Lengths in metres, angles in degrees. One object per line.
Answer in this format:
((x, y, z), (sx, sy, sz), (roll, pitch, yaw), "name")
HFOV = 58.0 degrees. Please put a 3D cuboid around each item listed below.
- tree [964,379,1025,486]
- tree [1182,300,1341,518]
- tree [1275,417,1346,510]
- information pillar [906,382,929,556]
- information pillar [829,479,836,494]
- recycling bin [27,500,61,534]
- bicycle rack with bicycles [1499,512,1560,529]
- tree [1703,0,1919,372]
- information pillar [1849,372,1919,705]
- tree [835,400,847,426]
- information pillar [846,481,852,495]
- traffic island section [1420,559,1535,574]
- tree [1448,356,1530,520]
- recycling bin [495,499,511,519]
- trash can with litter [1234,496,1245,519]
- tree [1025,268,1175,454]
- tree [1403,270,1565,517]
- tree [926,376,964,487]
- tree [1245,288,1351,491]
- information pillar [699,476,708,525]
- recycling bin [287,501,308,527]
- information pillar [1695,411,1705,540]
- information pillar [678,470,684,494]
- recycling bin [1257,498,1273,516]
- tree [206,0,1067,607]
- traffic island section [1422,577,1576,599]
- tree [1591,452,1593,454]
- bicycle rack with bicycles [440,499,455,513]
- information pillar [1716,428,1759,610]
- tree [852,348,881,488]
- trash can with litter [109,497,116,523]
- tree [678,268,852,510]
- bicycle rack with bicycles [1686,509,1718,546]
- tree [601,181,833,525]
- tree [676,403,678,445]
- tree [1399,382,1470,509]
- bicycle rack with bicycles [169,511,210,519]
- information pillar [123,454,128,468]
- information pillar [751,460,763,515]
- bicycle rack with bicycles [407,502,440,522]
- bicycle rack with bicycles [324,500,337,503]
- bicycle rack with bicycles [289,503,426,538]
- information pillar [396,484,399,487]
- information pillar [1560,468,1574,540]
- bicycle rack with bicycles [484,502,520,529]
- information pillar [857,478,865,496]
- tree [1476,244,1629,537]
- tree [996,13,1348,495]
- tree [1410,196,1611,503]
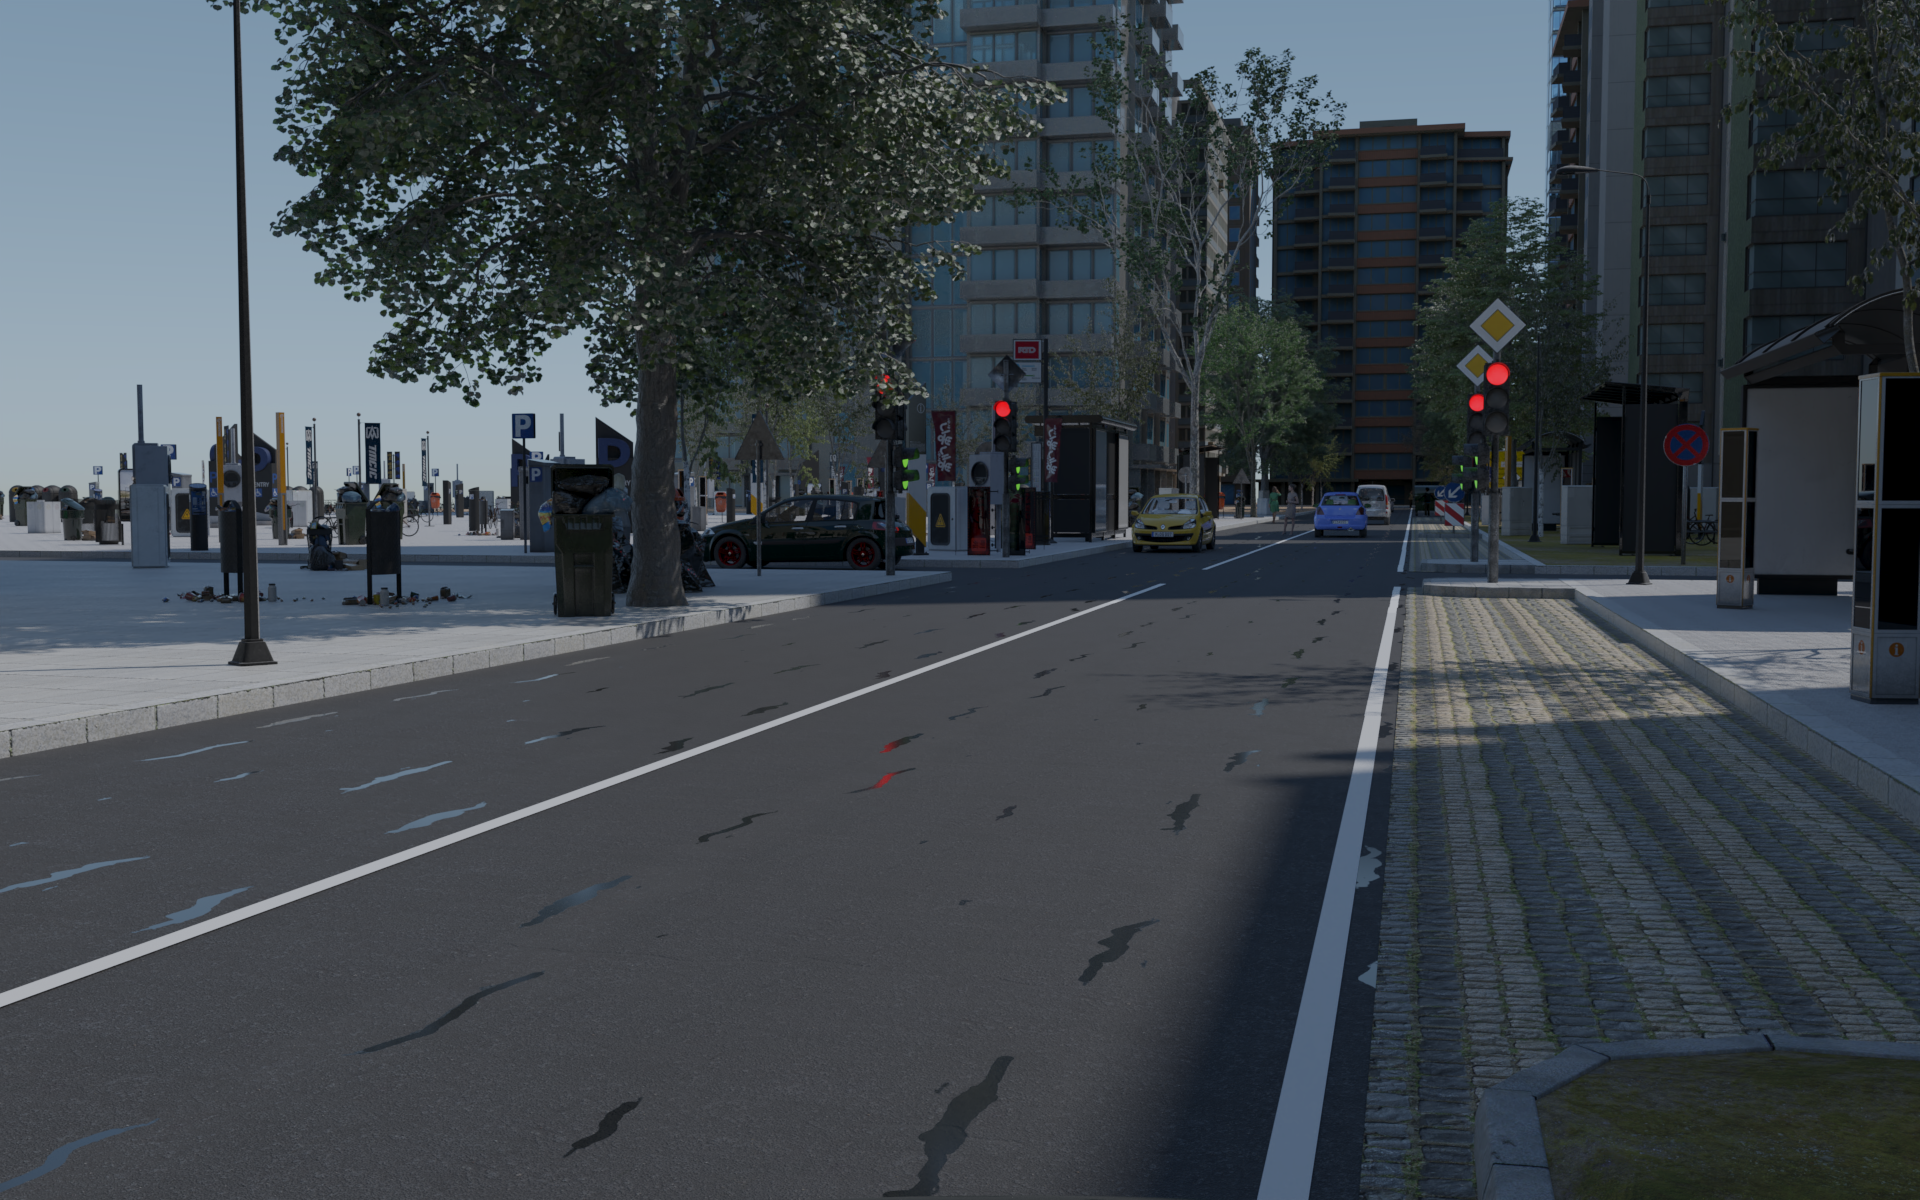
((3.038, -9.072, 98.688), (4.360, 8.622, 3.978), (0, 3, 0), "tree")
((15.819, -10.292, 94.026), (9.928, 11.665, 9.643), (0, 3, 0), "tree")
((26.819, -11.380, 136.430), (4.737, 8.622, 4.395), (0, 3, 0), "tree")
((-0.900, -2.739, 36.139), (0.504, 3.616, 0.183), (-3, 5, -41), "information pillar")
((-6.105, -4.825, 83.386), (0.304, 2.012, 0.304), (1, 4, 16), "information pillar")
((-29.971, -2.698, 56.668), (0.722, 1.027, 0.722), (1, 4, 17), "recycling bin")
((20.975, -3.066, 63.505), (2.925, 0.926, 2.852), (-1, 4, -13), "bicycle rack with bicycles")
((8.055, -3.903, 14.173), (4.360, 8.622, 3.978), (0, 3, 0), "tree")
((5.708, -0.376, 10.637), (0.304, 2.012, 0.304), (0, 4, 4), "information pillar")
((-7.454, -7.848, 78.673), (4.737, 8.622, 4.395), (0, 3, 0), "tree")
((-6.182, -5.616, 96.318), (0.304, 2.012, 0.304), (0, 4, 4), "information pillar")
((9.751, -0.642, 32.771), (2.009, 0.180, 2.903), (1, 4, 15), "traffic island section")
((26.293, -8.342, 86.754), (4.737, 8.622, 4.395), (0, 3, 0), "tree")
((-23.605, -4.721, 89.746), (0.722, 1.027, 0.722), (1, 4, 14), "recycling bin")
((14.494, -4.829, 90.347), (0.624, 1.170, 1.055), (0, 4, -7), "trash can with litter")
((5.065, -6.498, 56.602), (4.360, 8.622, 3.978), (0, 3, 0), "tree")
((29.661, -11.657, 97.254), (9.857, 13.997, 8.962), (0, 3, 0), "tree")
((-0.169, -9.680, 108.635), (4.360, 8.622, 3.978), (0, 3, 0), "tree")
((18.936, -12.227, 106.566), (9.857, 13.997, 8.962), (0, 3, 0), "tree")
((-10.621, -4.111, 71.705), (0.304, 2.012, 0.304), (0, 4, 3), "information pillar")
((-25.817, -3.353, 67.382), (0.722, 1.027, 0.722), (-2, 4, -29), "recycling bin")
((20.776, -3.500, 48.579), (0.183, 3.616, 0.504), (2, 4, 30), "information pillar")
((-8.319, -2.914, 52.137), (0.304, 2.012, 0.304), (0, 4, -6), "information pillar")
((18.327, -5.596, 104.053), (0.722, 1.027, 0.722), (3, 5, 43), "recycling bin")
((-3.449, -6.911, 19.653), (9.857, 13.997, 8.962), (0, 3, 0), "tree")
((7.724, -0.169, 25.046), (2.009, 0.180, 2.903), (1, 4, 15), "traffic island section")
((29.508, -5.652, 76.118), (4.285, 4.588, 4.351), (0, 3, 0), "tree")
((-35.703, -6.523, 120.035), (2.925, 0.926, 2.852), (-2, 4, -27), "bicycle rack with bicycles")
((8.691, -0.910, 19.368), (0.304, 2.012, 0.304), (-3, 5, -43), "information pillar")
((-4.639, -7.151, 67.274), (4.360, 8.622, 3.978), (0, 3, 0), "tree")
((-37.472, -3.979, 76.446), (0.624, 1.170, 1.055), (-2, 4, -35), "trash can with litter")
((-6.213, -6.443, 55.700), (4.360, 8.622, 3.978), (0, 3, 0), "tree")
((18.072, -1.862, 43.819), (2.925, 0.926, 2.852), (1, 4, 17), "bicycle rack with bicycles")
((-5.936, -5.420, 38.972), (4.737, 8.622, 4.395), (0, 3, 0), "tree")
((-13.043, -8.251, 85.261), (4.360, 8.622, 3.978), (0, 3, 0), "tree")
((50.768, -16.266, 176.324), (12.009, 13.543, 11.850), (0, 3, 0), "tree")
((-29.963, -3.382, 68.673), (2.852, 0.926, 2.925), (0, 4, 2), "bicycle rack with bicycles")
((-48.559, -6.691, 100.754), (0.504, 3.616, 0.183), (3, 4, 37), "information pillar")
((-8.122, -4.770, 69.336), (0.504, 3.616, 0.183), (0, 4, 0), "information pillar")
((-25.207, -3.946, 77.903), (2.925, 0.926, 2.852), (-1, 4, -23), "bicycle rack with bicycles")
((-39.275, -5.782, 107.923), (2.852, 0.926, 2.925), (2, 4, 27), "bicycle rack with bicycles")
((-17.876, -2.319, 51.303), (2.925, 0.926, 2.852), (0, 4, 5), "bicycle rack with bicycles")
((-39.660, -7.189, 122.033), (0.304, 2.012, 0.304), (-1, 4, -9), "information pillar")
((17.061, -2.704, 48.709), (0.304, 2.012, 0.304), (2, 4, 23), "information pillar")
((-16.656, -3.117, 64.350), (2.852, 0.926, 2.925), (-1, 4, -12), "bicycle rack with bicycles")
((-4.664, -4.717, 81.618), (0.304, 2.012, 0.304), (1, 4, 11), "information pillar")
((17.636, -6.192, 51.596), (4.360, 8.622, 3.978), (0, 3, 0), "tree")
((8.152, -13.084, 69.805), (12.611, 20.169, 13.585), (0, 3, 0), "tree")
((20.981, -9.099, 66.890), (7.486, 12.596, 7.792), (0, 3, 0), "tree")
